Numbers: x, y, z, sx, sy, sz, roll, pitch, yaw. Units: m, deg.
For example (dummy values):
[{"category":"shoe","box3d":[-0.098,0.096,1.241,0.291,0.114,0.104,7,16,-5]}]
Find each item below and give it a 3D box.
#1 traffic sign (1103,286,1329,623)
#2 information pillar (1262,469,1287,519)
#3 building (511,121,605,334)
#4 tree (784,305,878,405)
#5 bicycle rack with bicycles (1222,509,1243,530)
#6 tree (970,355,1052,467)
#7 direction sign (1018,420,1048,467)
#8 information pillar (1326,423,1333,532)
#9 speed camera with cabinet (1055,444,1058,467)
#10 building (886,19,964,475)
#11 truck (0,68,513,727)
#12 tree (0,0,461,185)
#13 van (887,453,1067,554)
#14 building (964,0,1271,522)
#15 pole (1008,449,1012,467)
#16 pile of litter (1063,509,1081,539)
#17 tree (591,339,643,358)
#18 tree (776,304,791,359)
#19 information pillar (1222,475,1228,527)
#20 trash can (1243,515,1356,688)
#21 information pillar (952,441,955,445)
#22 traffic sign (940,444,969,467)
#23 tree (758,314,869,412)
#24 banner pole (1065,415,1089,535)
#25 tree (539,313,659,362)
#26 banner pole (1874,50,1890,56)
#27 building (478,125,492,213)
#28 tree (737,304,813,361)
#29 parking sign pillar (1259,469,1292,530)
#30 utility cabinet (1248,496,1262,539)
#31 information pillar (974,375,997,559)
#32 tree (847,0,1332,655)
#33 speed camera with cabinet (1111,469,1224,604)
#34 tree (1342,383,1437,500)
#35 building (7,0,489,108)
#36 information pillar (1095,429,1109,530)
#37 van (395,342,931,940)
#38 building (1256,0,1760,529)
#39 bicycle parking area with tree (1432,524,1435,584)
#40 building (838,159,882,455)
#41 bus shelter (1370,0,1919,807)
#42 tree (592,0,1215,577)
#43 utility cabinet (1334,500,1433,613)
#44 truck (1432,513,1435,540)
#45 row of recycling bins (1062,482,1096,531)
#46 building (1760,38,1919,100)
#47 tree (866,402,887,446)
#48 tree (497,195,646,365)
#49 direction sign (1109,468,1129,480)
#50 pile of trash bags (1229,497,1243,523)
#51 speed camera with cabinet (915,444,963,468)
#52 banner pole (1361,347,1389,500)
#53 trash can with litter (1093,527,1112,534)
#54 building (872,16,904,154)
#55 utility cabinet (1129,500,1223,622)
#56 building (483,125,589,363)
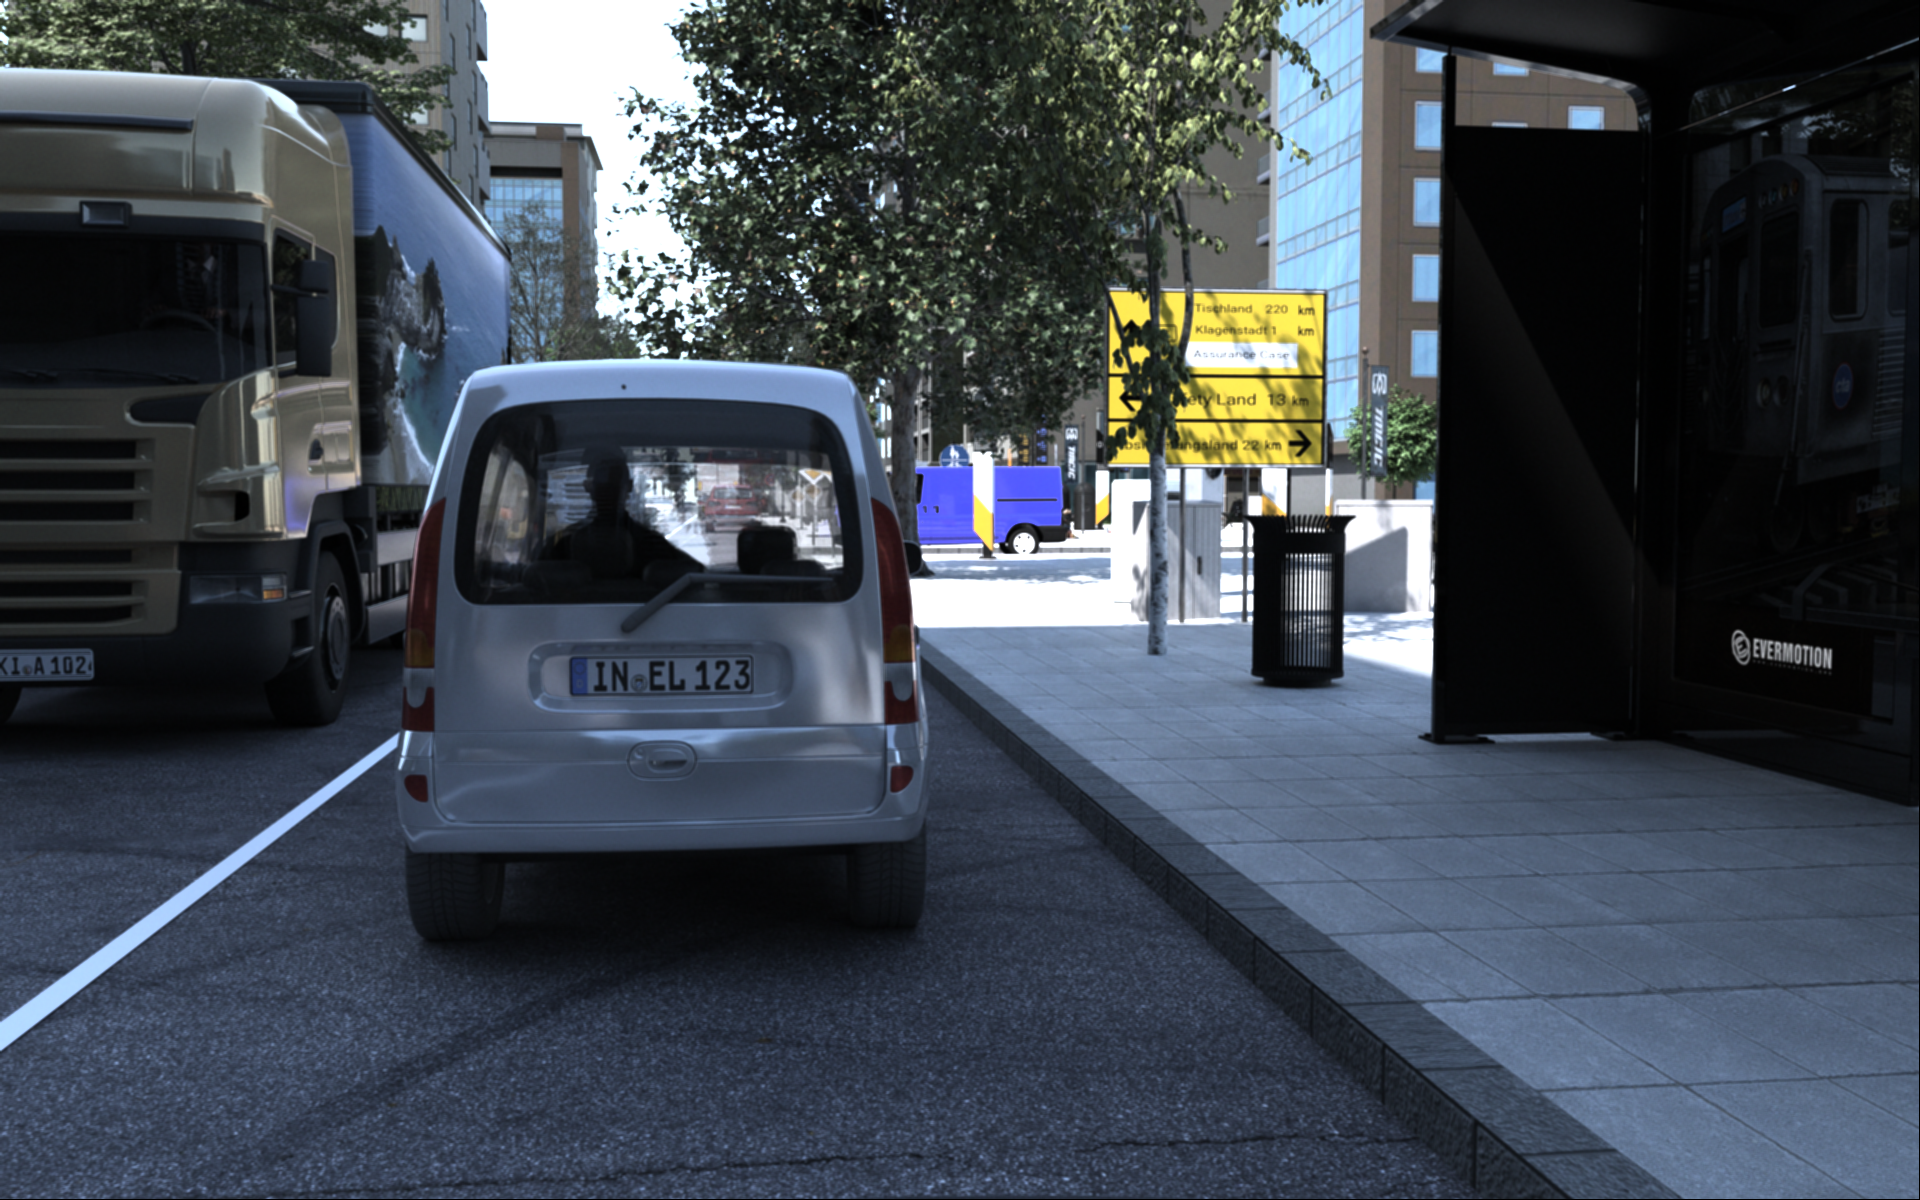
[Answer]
[{"category":"traffic sign","box3d":[2.529,-1.425,17.170,2.265,3.308,0.079,0,4,-7]},{"category":"information pillar","box3d":[6.114,-2.583,33.580,0.504,3.616,0.183,1,4,15]},{"category":"building","box3d":[-66.046,-40.295,248.063,28.713,52.752,27.495,0,4,-8]},{"category":"tree","box3d":[-4.724,-6.540,57.288,4.360,8.622,3.978,0,3,0]},{"category":"bicycle rack with bicycles","box3d":[8.921,-3.007,62.545,2.925,0.926,2.852,1,4,18]},{"category":"tree","box3d":[2.400,-7.047,65.578,4.360,8.622,3.978,0,3,0]},{"category":"direction sign","box3d":[1.974,-3.368,47.056,0.876,3.537,0.379,2,4,28]},{"category":"information pillar","box3d":[12.161,-4.015,57.007,0.183,3.616,0.504,2,4,26]},{"category":"speed camera with cabinet","box3d":[3.445,-4.595,69.470,0.660,3.252,2.038,-1,4,-17]},{"category":"building","box3d":[4.895,-43.067,142.405,20.563,71.187,20.611,0,4,-8]},{"category":"truck","box3d":[-5.509,-1.530,13.934,2.839,4.237,11.283,0,4,-8]},{"category":"tree","box3d":[-10.933,-6.514,24.628,7.486,12.596,7.792,0,3,0]},{"category":"van","box3d":[-0.302,-2.111,38.891,5.245,2.365,2.240,0,4,-6]},{"category":"building","box3d":[12.174,-28.463,89.070,21.300,48.544,21.600,0,4,-8]},{"category":"pole","box3d":[2.264,-5.181,78.559,0.158,3.312,0.155,0,3,0]},{"category":"pile of litter","box3d":[2.852,-2.222,50.301,1.176,0.858,1.719,-1,4,-14]},{"category":"tree","box3d":[-25.550,-13.850,133.101,9.857,13.997,8.962,0,3,0]},{"category":"tree","box3d":[-17.948,-18.719,161.944,12.611,20.169,13.585,0,3,0]},{"category":"information pillar","box3d":[10.348,-3.895,68.182,0.304,2.012,0.304,2,4,27]},{"category":"trash can","box3d":[2.274,0.000,11.649,0.748,1.137,0.748,0,3,0]},{"category":"information pillar","box3d":[-0.141,-5.162,75.758,0.504,3.616,0.183,0,4,-4]},{"category":"traffic sign","box3d":[-0.141,-2.713,44.464,0.768,2.556,0.104,0,3,0]},{"category":"tree","box3d":[-7.959,-9.235,85.407,7.601,10.594,8.767,-1,4,-18]},{"category":"banner pole","box3d":[3.690,-3.970,54.934,0.863,3.779,0.401,-1,4,-16]},{"category":"tree","box3d":[-20.582,-10.509,97.582,9.928,11.665,9.643,0,3,0]},{"category":"banner pole","box3d":[4.786,-1.161,8.997,0.401,3.779,0.863,3,4,39]},{"category":"building","box3d":[-54.774,-28.078,150.952,32.217,40.220,23.993,0,4,-8]},{"category":"tree","box3d":[-11.546,-12.388,109.198,9.857,13.997,8.962,0,3,0]},{"category":"parking sign pillar","box3d":[11.341,-4.514,62.271,1.447,3.967,1.447,-3,5,-42]},{"category":"utility cabinet","box3d":[8.637,-2.328,49.232,0.306,1.237,1.020,-2,4,-34]},{"category":"information pillar","box3d":[0.483,-2.620,34.187,0.504,3.616,0.183,3,5,41]},{"category":"tree","box3d":[1.352,-3.866,13.564,4.737,8.622,4.395,0,3,0]},{"category":"speed camera with cabinet","box3d":[2.537,-1.624,20.892,0.660,3.252,2.038,2,4,32]},{"category":"tree","box3d":[12.962,-4.134,51.310,4.285,4.588,4.351,0,3,0]},{"category":"building","box3d":[-49.207,-32.790,125.359,28.713,52.752,27.495,0,4,-8]},{"category":"information pillar","box3d":[5.117,-4.337,62.270,0.504,3.616,0.183,2,4,25]},{"category":"van","box3d":[-1.098,0.001,7.003,2.013,2.044,4.112,0,4,-7]},{"category":"building","box3d":[20.065,-25.337,64.378,14.200,45.320,14.600,0,4,-8]},{"category":"bicycle parking area with tree","box3d":[10.132,-2.221,23.322,8.231,4.147,9.016,0,4,7]},{"category":"building","box3d":[-8.824,-35.208,225.753,14.600,45.320,14.200,0,4,-8]},{"category":"bus shelter","box3d":[3.340,-0.896,5.925,1.731,3.624,6.357,0,4,-8]},{"category":"tree","box3d":[-0.859,-6.716,26.817,9.611,12.733,9.660,0,3,0]},{"category":"utility cabinet","box3d":[4.600,-0.471,18.868,1.020,1.237,0.306,0,4,7]},{"category":"truck","box3d":[18.967,-3.178,41.718,18.799,4.110,2.967,0,4,-8]},{"category":"row of recycling bins","box3d":[3.171,-3.333,61.601,3.534,1.692,1.069,2,4,26]},{"category":"building","box3d":[42.126,-25.496,66.964,14.200,45.320,14.600,0,4,-8]},{"category":"tree","box3d":[-3.754,-4.129,51.222,4.285,4.588,4.351,0,3,0]},{"category":"tree","box3d":[-17.439,-9.899,72.226,12.009,13.543,11.850,0,3,0]},{"category":"direction sign","box3d":[5.703,-4.335,62.882,0.876,3.537,0.379,1,4,9]},{"category":"pile of trash bags","box3d":[11.291,-4.150,77.606,3.447,1.369,1.912,1,4,22]},{"category":"speed camera with cabinet","box3d":[-0.828,-3.154,45.912,0.660,3.252,2.038,-3,5,-40]},{"category":"banner pole","box3d":[7.073,-2.426,29.684,0.863,3.779,0.401,-3,4,-38]},{"category":"trash can with litter","box3d":[5.541,-2.737,55.805,2.233,1.210,1.678,2,4,35]},{"category":"building","box3d":[2.938,-33.606,169.059,23.786,49.044,30.456,0,4,-8]},{"category":"utility cabinet","box3d":[2.213,-0.398,17.675,1.020,1.237,0.306,-2,4,-35]},{"category":"building","box3d":[-53.386,-34.498,214.157,14.600,45.320,14.200,0,4,-8]}]
